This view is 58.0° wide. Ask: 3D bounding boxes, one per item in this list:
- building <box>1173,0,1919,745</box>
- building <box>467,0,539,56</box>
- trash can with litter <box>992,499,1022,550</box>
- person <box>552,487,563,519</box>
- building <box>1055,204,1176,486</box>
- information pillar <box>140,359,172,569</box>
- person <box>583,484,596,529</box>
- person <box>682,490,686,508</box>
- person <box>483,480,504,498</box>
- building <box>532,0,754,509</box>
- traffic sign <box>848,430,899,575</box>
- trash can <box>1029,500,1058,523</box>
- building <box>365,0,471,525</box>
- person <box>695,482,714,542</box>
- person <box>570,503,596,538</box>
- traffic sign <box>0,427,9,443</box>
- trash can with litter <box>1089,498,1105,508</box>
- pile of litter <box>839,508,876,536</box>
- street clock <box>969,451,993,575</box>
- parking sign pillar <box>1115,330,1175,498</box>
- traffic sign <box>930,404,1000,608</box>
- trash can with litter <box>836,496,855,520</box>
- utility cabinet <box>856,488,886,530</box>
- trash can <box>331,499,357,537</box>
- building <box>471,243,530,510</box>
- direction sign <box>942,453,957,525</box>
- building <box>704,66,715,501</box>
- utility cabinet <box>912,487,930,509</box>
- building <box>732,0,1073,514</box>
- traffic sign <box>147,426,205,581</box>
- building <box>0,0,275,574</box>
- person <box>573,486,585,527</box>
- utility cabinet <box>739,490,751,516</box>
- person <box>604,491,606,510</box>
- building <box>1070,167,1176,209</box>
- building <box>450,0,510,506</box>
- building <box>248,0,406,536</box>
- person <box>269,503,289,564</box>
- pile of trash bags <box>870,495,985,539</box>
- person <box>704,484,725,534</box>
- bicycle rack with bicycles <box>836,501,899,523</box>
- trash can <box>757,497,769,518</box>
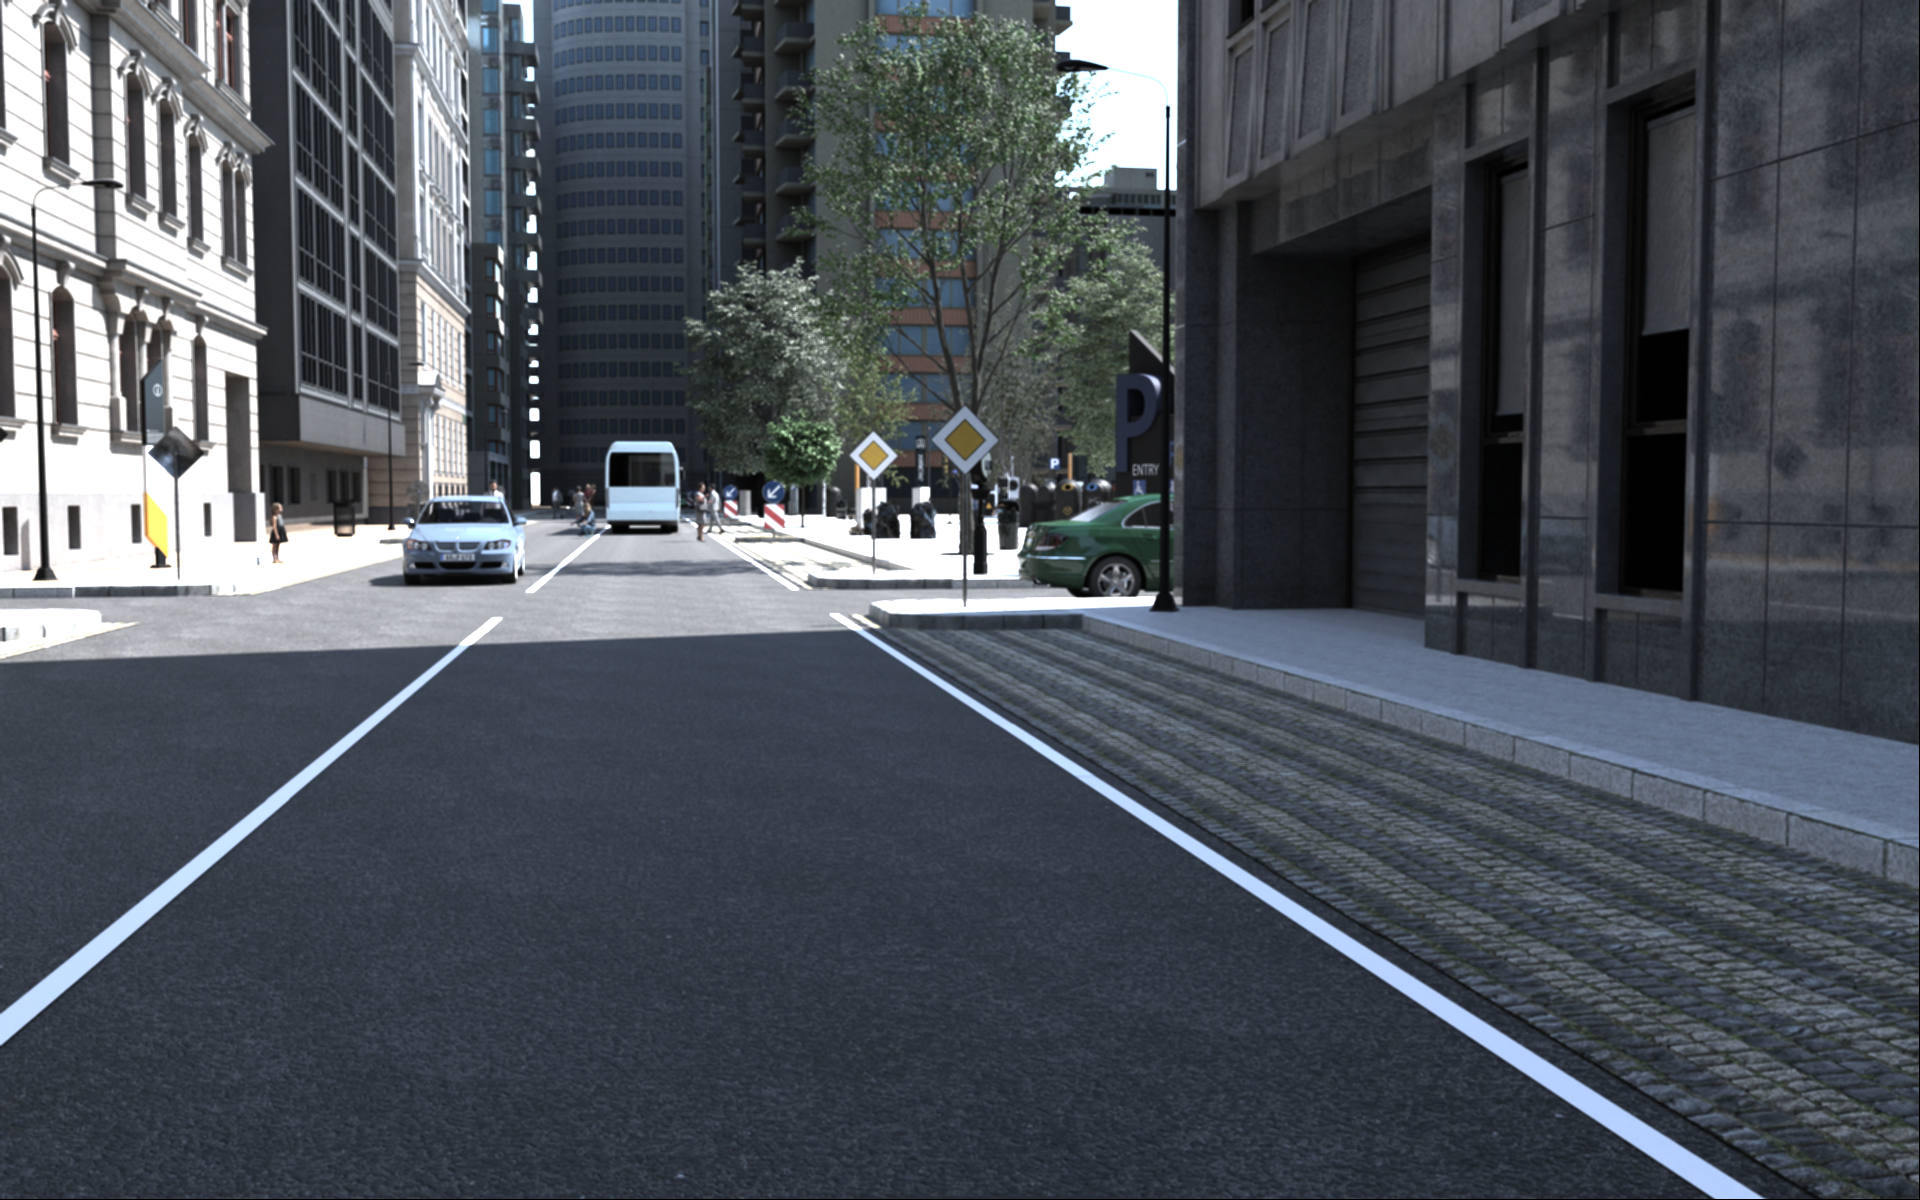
[{"bbox_3d":[10.142,-11.782,10.656,12.078,24.808,19.932,-1,4,-10],"label":"building"},{"bbox_3d":[-54.257,-32.974,158.740,30.456,49.044,23.786,-1,4,-10],"label":"building"},{"bbox_3d":[1.094,-1.742,39.868,0.624,1.170,1.055,0,4,8],"label":"trash can with litter"},{"bbox_3d":[-22.997,-5.529,99.002,0.850,1.850,0.679,3,4,39],"label":"person"},{"bbox_3d":[15.693,-24.762,176.554,14.107,30.474,14.160,-1,4,-10],"label":"building"},{"bbox_3d":[-13.862,-2.352,29.812,0.183,3.616,0.504,1,4,14],"label":"information pillar"},{"bbox_3d":[-15.169,-3.829,71.083,0.580,1.828,0.573,1,4,11],"label":"person"},{"bbox_3d":[-26.909,-9.758,167.918,0.709,1.838,0.599,2,4,34],"label":"person"},{"bbox_3d":[-11.945,-2.178,44.377,0.678,1.792,0.850,-1,4,-18],"label":"person"},{"bbox_3d":[-32.694,-39.838,193.344,28.212,58.520,21.231,-1,4,-10],"label":"building"},{"bbox_3d":[-1.365,-1.451,27.361,0.795,2.450,0.064,-1,4,-10],"label":"traffic sign"},{"bbox_3d":[2.084,-1.934,43.281,0.748,1.137,0.748,0,3,0],"label":"trash can"},{"bbox_3d":[-30.240,-17.973,79.758,13.634,28.700,20.117,-1,4,-10],"label":"building"},{"bbox_3d":[-7.736,-2.651,52.210,0.532,1.782,0.716,0,4,3],"label":"person"},{"bbox_3d":[-12.229,-2.602,56.535,0.738,1.151,1.012,-2,4,-29],"label":"person"},{"bbox_3d":[-10.132,-0.859,17.693,0.795,2.450,0.064,-1,4,-10],"label":"traffic sign"},{"bbox_3d":[2.384,-1.391,33.807,1.678,1.210,2.233,3,4,39],"label":"trash can with litter"},{"bbox_3d":[-2.965,-2.429,53.675,1.719,0.858,1.176,-1,4,-19],"label":"pile of litter"},{"bbox_3d":[0.328,-1.409,27.605,0.358,2.002,0.471,2,4,24],"label":"street clock"},{"bbox_3d":[3.051,-2.411,27.887,1.447,3.967,1.447,-2,4,-31],"label":"parking sign pillar"},{"bbox_3d":[0.052,-0.970,19.502,0.795,2.450,0.064,-1,4,-10],"label":"traffic sign"},{"bbox_3d":[-5.670,-4.596,86.540,1.055,1.170,0.624,1,4,15],"label":"trash can with litter"},{"bbox_3d":[-3.132,-3.194,60.907,1.173,1.500,0.318,-3,5,-45],"label":"utility cabinet"},{"bbox_3d":[-18.477,-2.467,51.988,0.748,1.137,0.748,0,3,0],"label":"trash can"},{"bbox_3d":[-47.966,-17.515,131.402,27.650,21.520,28.899,-1,4,-10],"label":"building"},{"bbox_3d":[-0.425,-4.940,72.769,0.379,3.537,0.876,3,5,45],"label":"direction sign"},{"bbox_3d":[-17.960,-29.781,170.513,14.154,41.232,14.086,-1,4,-10],"label":"building"},{"bbox_3d":[-1.273,-2.891,55.952,0.318,1.500,1.173,1,4,13],"label":"utility cabinet"},{"bbox_3d":[-4.565,-28.588,122.039,22.147,44.769,28.867,-1,4,-10],"label":"building"},{"bbox_3d":[-11.550,-1.340,25.552,0.795,2.450,0.064,-1,4,-10],"label":"traffic sign"},{"bbox_3d":[-23.067,-15.102,34.306,14.401,28.519,23.554,-1,4,-10],"label":"building"},{"bbox_3d":[-16.491,-4.075,75.483,0.716,1.782,0.532,0,4,-2],"label":"person"},{"bbox_3d":[-12.176,-5.478,98.237,0.318,1.500,1.173,-2,4,-26],"label":"utility cabinet"},{"bbox_3d":[-31.059,-8.745,152.270,0.721,1.735,1.217,-2,4,-29],"label":"person"},{"bbox_3d":[20.806,-31.596,208.481,23.993,40.220,32.217,-1,4,-10],"label":"building"},{"bbox_3d":[-38.988,-40.843,106.033,20.563,71.187,20.611,-1,4,-10],"label":"building"},{"bbox_3d":[-27.645,-16.169,57.874,14.314,27.812,24.014,-1,4,-10],"label":"building"},{"bbox_3d":[-13.959,-1.366,35.498,0.373,1.253,0.362,1,4,9],"label":"person"},{"bbox_3d":[-0.955,-2.457,49.916,3.447,1.369,1.912,1,4,16],"label":"pile of trash bags"},{"bbox_3d":[-8.830,-3.266,62.175,0.850,1.792,0.678,1,4,11],"label":"person"},{"bbox_3d":[-4.116,-3.939,77.777,2.852,0.926,2.925,2,4,34],"label":"bicycle rack with bicycles"},{"bbox_3d":[-10.686,-5.040,94.052,0.748,1.137,0.748,0,3,0],"label":"trash can"}]
